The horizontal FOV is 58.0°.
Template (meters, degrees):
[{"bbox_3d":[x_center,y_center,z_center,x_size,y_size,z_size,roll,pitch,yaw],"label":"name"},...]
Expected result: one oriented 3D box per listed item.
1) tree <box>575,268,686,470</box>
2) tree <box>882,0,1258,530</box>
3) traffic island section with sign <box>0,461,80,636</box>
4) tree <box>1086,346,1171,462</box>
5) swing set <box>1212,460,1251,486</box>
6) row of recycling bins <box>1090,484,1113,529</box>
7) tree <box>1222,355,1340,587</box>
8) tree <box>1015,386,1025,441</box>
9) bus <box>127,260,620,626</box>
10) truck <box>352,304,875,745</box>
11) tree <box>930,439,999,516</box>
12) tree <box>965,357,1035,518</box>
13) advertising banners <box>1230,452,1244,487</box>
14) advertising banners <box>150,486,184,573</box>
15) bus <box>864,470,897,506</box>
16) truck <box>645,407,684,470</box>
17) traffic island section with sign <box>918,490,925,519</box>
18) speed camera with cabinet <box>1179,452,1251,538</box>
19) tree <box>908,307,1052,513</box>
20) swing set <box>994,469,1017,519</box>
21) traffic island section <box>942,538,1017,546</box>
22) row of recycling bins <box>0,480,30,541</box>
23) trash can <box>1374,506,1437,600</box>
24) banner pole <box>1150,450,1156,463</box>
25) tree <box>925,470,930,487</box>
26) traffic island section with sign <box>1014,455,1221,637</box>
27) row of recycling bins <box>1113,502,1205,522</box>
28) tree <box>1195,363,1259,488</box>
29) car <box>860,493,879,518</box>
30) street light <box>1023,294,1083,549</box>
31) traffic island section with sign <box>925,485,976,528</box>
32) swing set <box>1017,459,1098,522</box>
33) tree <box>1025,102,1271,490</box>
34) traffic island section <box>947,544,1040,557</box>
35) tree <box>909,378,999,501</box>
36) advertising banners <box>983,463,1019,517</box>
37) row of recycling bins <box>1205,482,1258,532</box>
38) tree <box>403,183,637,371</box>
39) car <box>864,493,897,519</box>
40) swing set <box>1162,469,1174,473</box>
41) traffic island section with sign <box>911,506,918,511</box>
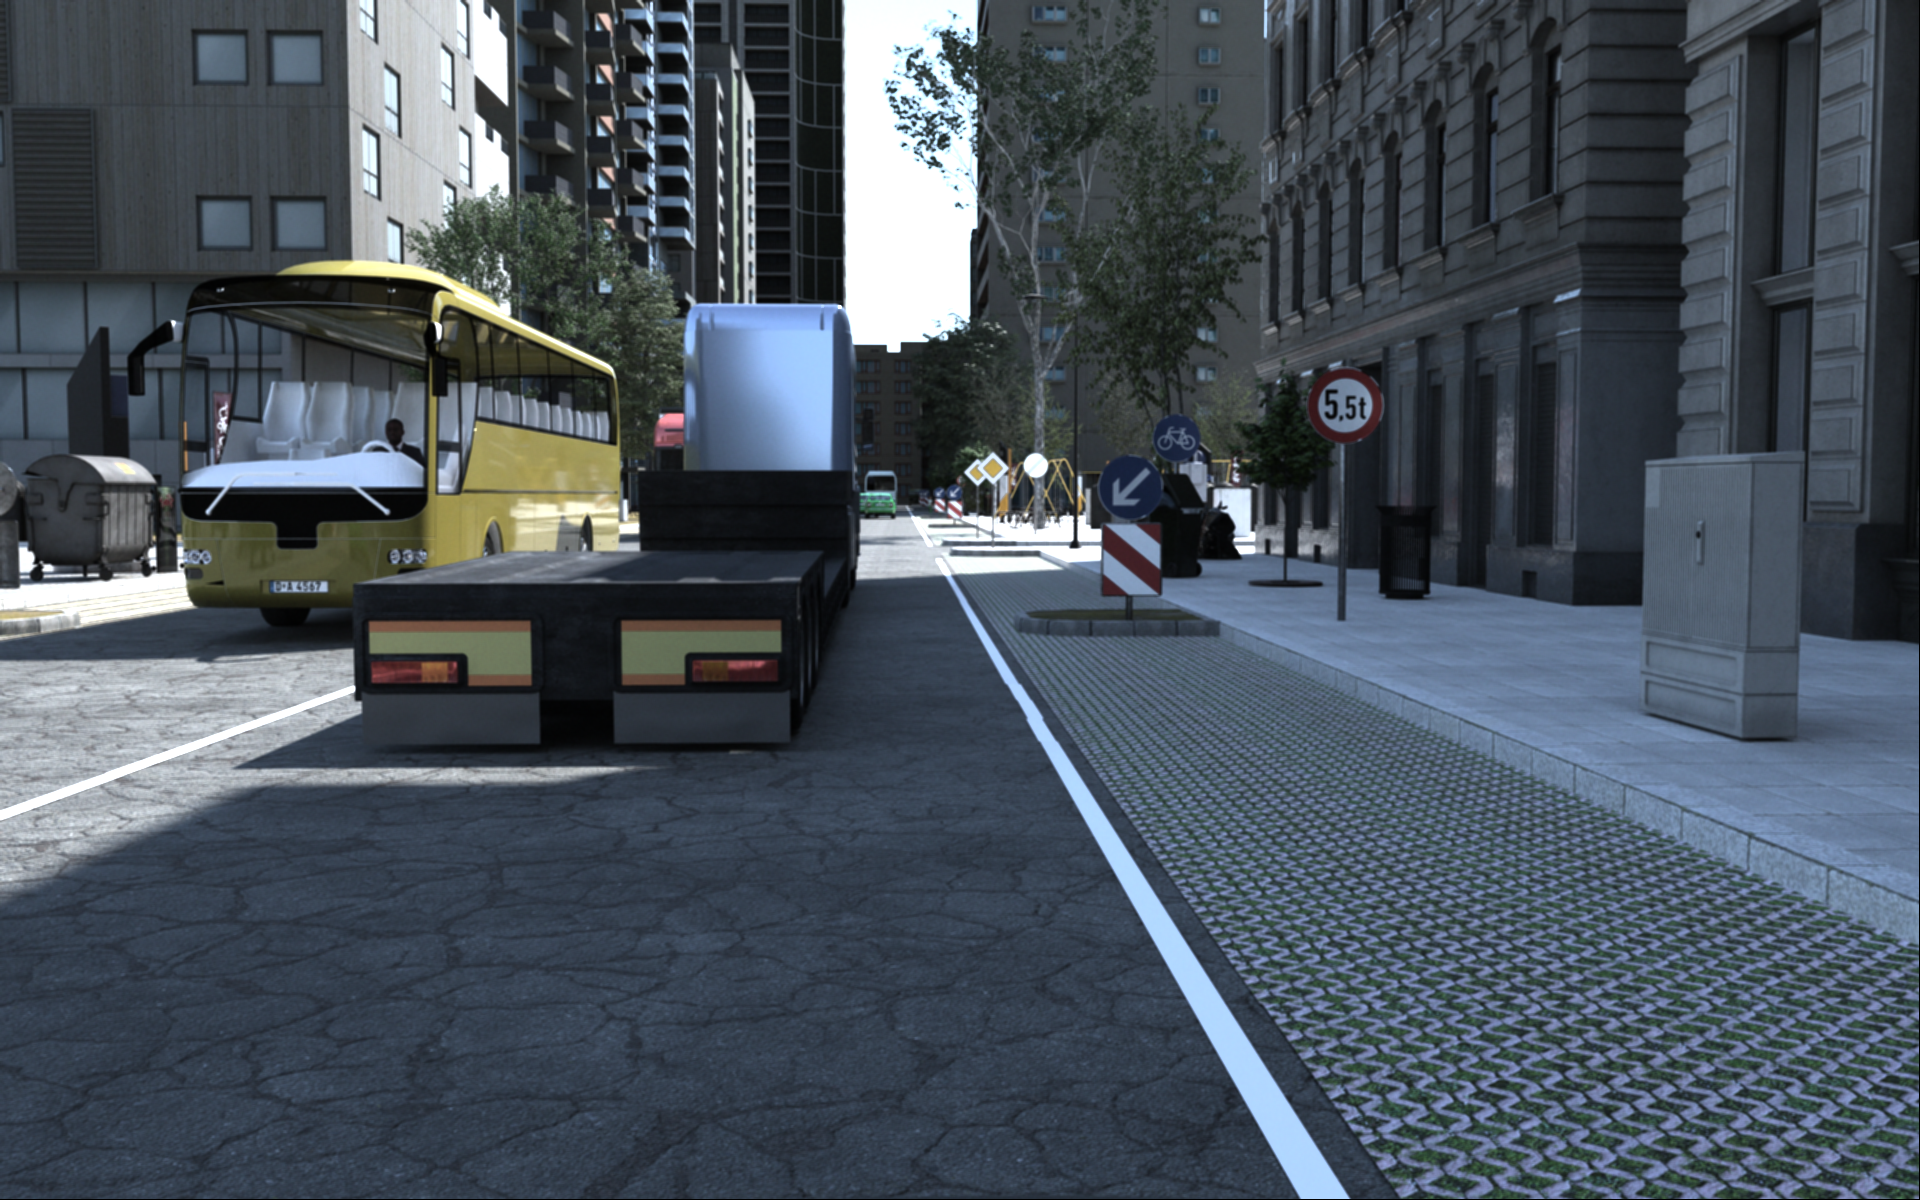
[{"bbox_3d":[-16.086,-10.357,87.469,7.486,12.596,7.792,0,3,0],"label":"tree"},{"bbox_3d":[4.136,-12.563,61.292,12.611,20.169,13.585,0,3,0],"label":"tree"},{"bbox_3d":[-10.431,-0.578,18.078,1.989,1.847,2.006,0,4,-2],"label":"traffic island section with sign"},{"bbox_3d":[8.021,-8.188,84.241,4.360,8.622,3.978,0,3,0],"label":"tree"},{"bbox_3d":[12.466,-5.066,80.443,3.119,2.851,2.862,1,4,21],"label":"swing set"},{"bbox_3d":[5.984,-3.525,64.742,1.069,1.692,3.534,3,4,37],"label":"row of recycling bins"},{"bbox_3d":[4.561,-1.823,24.402,1.663,3.219,1.824,0,3,0],"label":"tree"},{"bbox_3d":[5.267,-9.669,108.447,4.737,8.622,4.395,0,3,0],"label":"tree"},{"bbox_3d":[-6.512,-1.869,22.110,2.896,3.916,12.252,0,4,-3],"label":"bus"},{"bbox_3d":[-2.485,-1.774,18.766,2.967,4.110,18.799,0,4,-2],"label":"truck"},{"bbox_3d":[1.102,-7.332,103.590,4.285,4.588,4.351,0,3,0],"label":"tree"},{"bbox_3d":[2.123,-8.766,93.684,4.360,8.622,3.978,0,3,0],"label":"tree"},{"bbox_3d":[10.304,-4.472,69.300,2.074,3.025,0.090,1,4,12],"label":"advertising banners"},{"bbox_3d":[-12.767,-2.001,28.899,0.090,3.025,2.074,1,4,15],"label":"advertising banners"},{"bbox_3d":[-6.685,-9.241,145.952,2.948,3.499,13.247,0,4,-3],"label":"bus"},{"bbox_3d":[-8.613,-4.233,58.128,2.839,4.237,11.283,0,4,-4],"label":"truck"},{"bbox_3d":[-1.300,-5.633,100.724,1.989,1.847,2.006,0,4,-2],"label":"traffic island section with sign"},{"bbox_3d":[7.470,-3.446,50.685,2.038,3.252,0.660,-1,4,-12],"label":"speed camera with cabinet"},{"bbox_3d":[1.137,-12.947,118.346,9.857,13.997,8.962,0,3,0],"label":"tree"},{"bbox_3d":[3.158,-5.265,83.704,2.862,2.851,3.119,0,4,-6],"label":"swing set"},{"bbox_3d":[0.517,-1.621,48.780,2.009,0.180,2.903,0,4,-2],"label":"traffic island section"},{"bbox_3d":[-24.610,-2.465,47.422,3.534,1.692,1.069,0,4,-3],"label":"row of recycling bins"},{"bbox_3d":[5.460,-0.587,21.245,0.748,1.137,0.748,0,3,0],"label":"trash can"},{"bbox_3d":[11.613,-6.948,103.619,0.401,3.779,0.863,2,4,24],"label":"banner pole"},{"bbox_3d":[-1.121,-11.021,163.902,4.285,4.588,4.351,0,3,0],"label":"tree"},{"bbox_3d":[1.590,-0.589,18.250,1.989,1.847,2.006,0,4,-2],"label":"traffic island section with sign"},{"bbox_3d":[7.428,-3.354,61.944,3.534,1.692,1.069,0,4,-7],"label":"row of recycling bins"},{"bbox_3d":[15.285,-9.045,98.240,4.360,8.622,3.978,0,3,0],"label":"tree"},{"bbox_3d":[-5.882,-5.987,106.678,1.959,1.807,4.718,0,4,-3],"label":"car"},{"bbox_3d":[2.171,-4.154,40.464,1.470,5.913,1.316,0,4,-2],"label":"street light"},{"bbox_3d":[-0.360,-3.985,73.785,1.989,1.847,2.006,0,4,-2],"label":"traffic island section with sign"},{"bbox_3d":[4.368,-4.911,77.923,2.862,2.851,3.119,0,4,-8],"label":"swing set"},{"bbox_3d":[3.634,-4.986,31.884,4.737,8.622,4.395,0,3,0],"label":"tree"},{"bbox_3d":[0.797,-1.133,40.800,2.009,0.180,2.903,0,4,-2],"label":"traffic island section"},{"bbox_3d":[0.127,-11.884,128.709,8.767,10.594,7.601,0,4,8],"label":"tree"},{"bbox_3d":[2.298,-6.197,97.513,2.074,3.025,0.090,1,4,16],"label":"advertising banners"},{"bbox_3d":[10.351,-3.188,59.243,3.534,1.692,1.069,-1,4,-10],"label":"row of recycling bins"},{"bbox_3d":[-14.748,-8.022,56.915,9.928,11.665,9.643,0,3,0],"label":"tree"},{"bbox_3d":[-4.674,-5.670,101.494,1.959,1.807,4.718,0,4,-3],"label":"car"},{"bbox_3d":[14.086,-6.827,109.238,3.119,2.851,2.862,2,4,34],"label":"swing set"},{"bbox_3d":[-3.092,-8.743,151.574,1.989,1.847,2.006,0,4,-2],"label":"traffic island section with sign"}]
